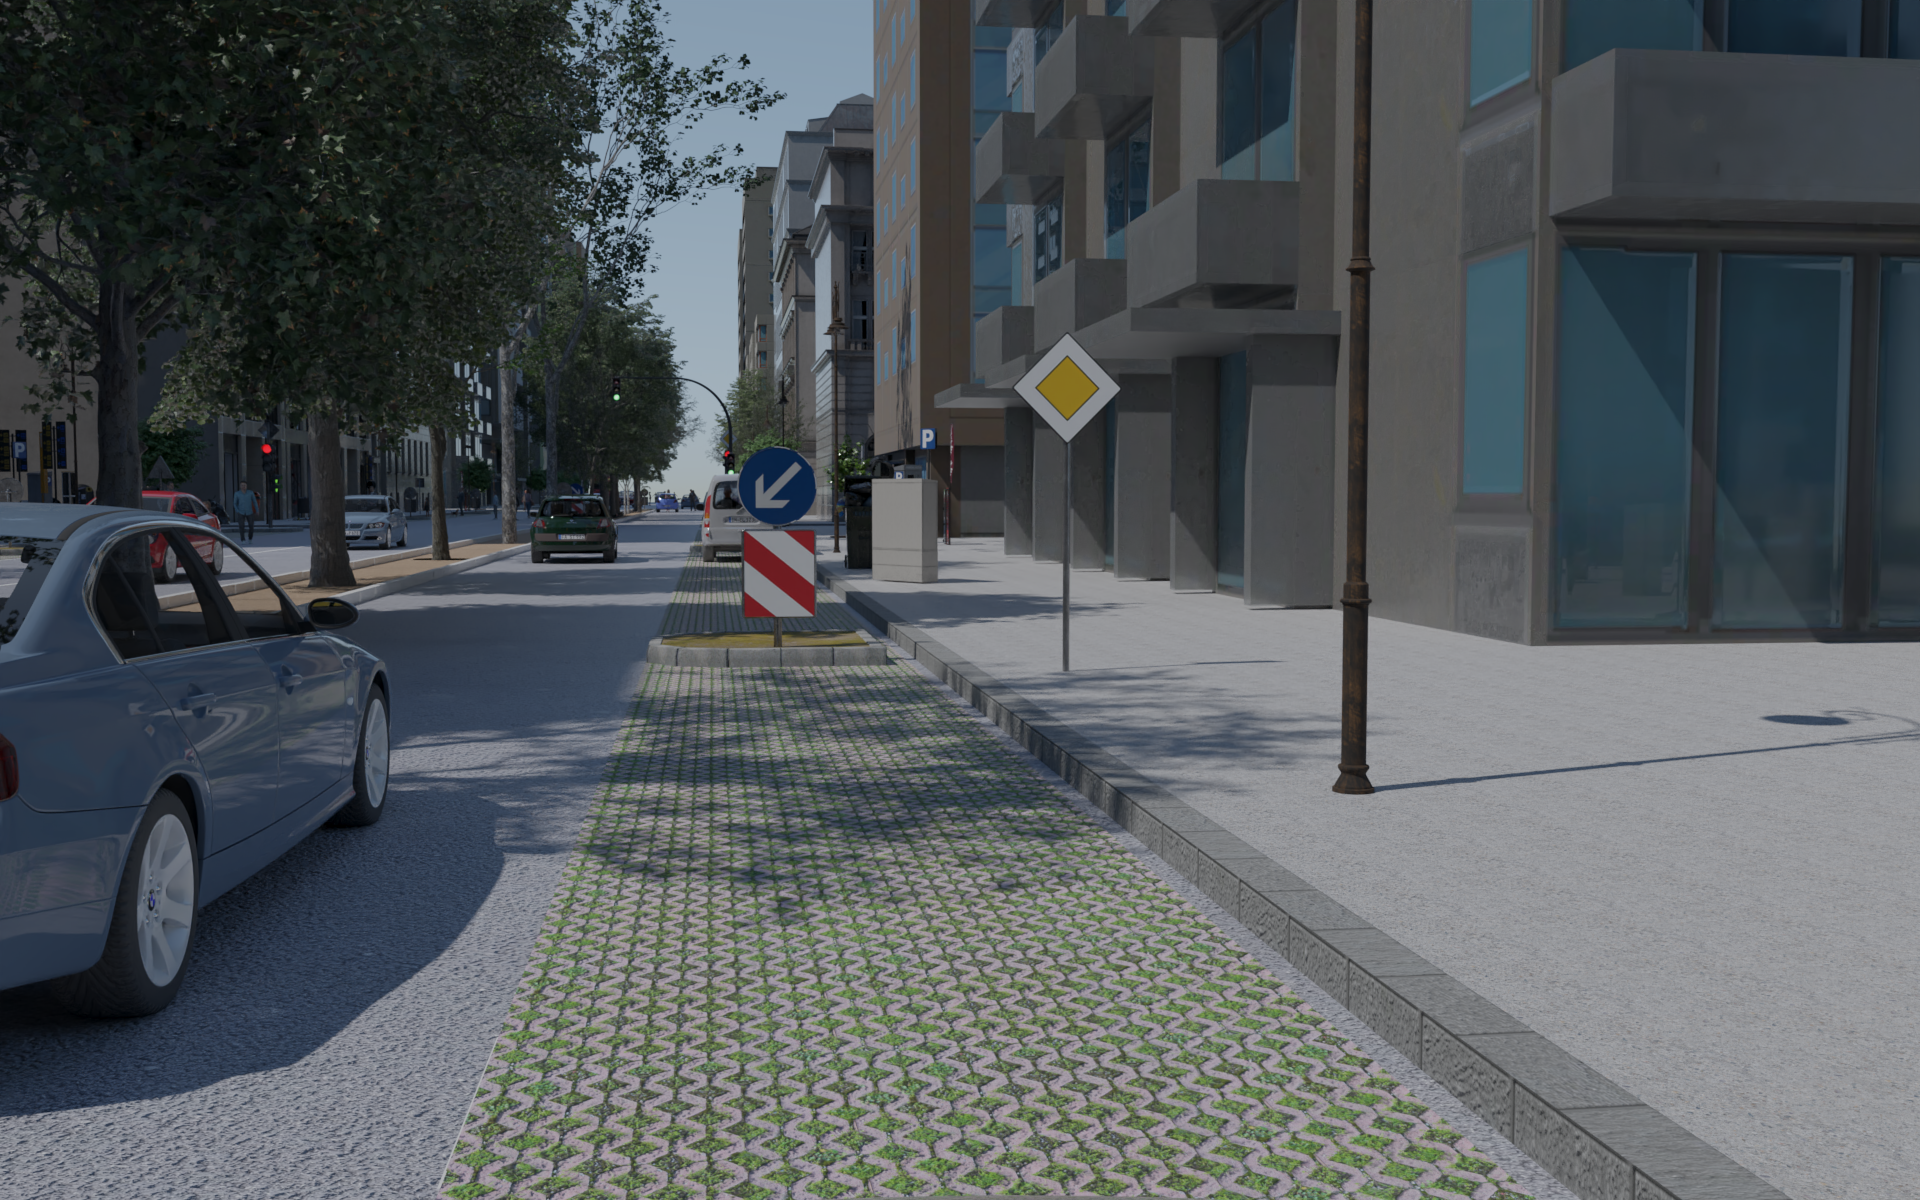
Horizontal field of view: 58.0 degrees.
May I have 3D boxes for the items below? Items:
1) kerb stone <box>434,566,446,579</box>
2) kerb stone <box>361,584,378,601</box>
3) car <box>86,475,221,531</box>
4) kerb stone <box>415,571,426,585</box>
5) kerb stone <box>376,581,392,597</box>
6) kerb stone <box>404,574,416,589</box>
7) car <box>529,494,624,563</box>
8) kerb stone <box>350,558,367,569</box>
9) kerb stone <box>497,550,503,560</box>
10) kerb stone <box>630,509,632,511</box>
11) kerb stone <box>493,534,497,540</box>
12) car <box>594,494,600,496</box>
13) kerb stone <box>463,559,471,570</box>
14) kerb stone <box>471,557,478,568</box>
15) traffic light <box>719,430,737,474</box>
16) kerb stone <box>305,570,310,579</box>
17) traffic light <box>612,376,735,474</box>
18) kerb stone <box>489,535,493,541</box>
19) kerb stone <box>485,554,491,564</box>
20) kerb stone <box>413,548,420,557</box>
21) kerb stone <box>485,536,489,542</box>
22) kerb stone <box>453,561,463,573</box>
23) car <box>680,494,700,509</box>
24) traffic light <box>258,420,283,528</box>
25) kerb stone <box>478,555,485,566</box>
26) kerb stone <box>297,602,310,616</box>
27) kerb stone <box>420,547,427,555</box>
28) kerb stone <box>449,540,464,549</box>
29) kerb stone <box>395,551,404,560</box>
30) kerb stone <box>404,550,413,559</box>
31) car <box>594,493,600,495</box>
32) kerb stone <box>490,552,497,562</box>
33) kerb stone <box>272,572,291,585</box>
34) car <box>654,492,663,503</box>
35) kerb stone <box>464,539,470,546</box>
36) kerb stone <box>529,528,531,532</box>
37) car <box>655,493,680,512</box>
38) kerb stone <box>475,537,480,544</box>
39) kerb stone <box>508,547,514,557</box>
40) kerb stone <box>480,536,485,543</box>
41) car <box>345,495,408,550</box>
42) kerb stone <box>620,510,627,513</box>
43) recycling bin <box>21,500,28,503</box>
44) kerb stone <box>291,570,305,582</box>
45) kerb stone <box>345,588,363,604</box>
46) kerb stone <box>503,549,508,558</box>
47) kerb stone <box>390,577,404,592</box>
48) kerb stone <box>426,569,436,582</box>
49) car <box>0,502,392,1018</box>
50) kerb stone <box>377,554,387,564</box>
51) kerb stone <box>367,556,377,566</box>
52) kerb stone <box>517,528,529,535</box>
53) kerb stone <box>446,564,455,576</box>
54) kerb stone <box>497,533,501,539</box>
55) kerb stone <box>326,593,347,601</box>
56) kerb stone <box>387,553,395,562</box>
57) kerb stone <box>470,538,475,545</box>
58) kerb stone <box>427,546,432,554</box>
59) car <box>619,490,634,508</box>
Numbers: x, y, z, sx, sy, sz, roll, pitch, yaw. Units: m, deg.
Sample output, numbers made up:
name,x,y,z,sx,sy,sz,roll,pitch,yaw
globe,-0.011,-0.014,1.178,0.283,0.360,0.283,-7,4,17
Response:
name,x,y,z,sx,sy,sz,roll,pitch,yaw
kerb stone,-8.961,-0.451,29.567,0.120,0.150,1.000,-1,4,-8
kerb stone,-8.087,-0.077,23.475,0.120,0.150,1.000,-1,4,-8
car,-13.795,-1.227,29.103,2.155,1.783,4.494,-1,4,-8
kerb stone,-8.674,-0.327,27.540,0.120,0.150,1.000,-1,4,-8
kerb stone,-8.229,-0.140,24.488,0.120,0.150,1.000,-1,4,-8
kerb stone,-8.522,-0.262,26.529,0.120,0.150,1.000,-1,4,-8
car,-8.276,-1.683,37.301,2.009,1.686,4.222,-1,4,-10
kerb stone,-11.608,-0.677,33.291,0.120,0.150,1.000,-1,4,-8
kerb stone,-10.125,-0.947,37.683,0.120,0.150,1.000,-1,4,-8
kerb stone,-27.548,-7.478,144.467,0.120,0.150,1.000,-1,4,-8
kerb stone,-14.525,-1.920,53.605,0.120,0.150,1.000,-1,4,-8
car,-26.393,-6.979,123.894,2.009,1.686,4.222,0,4,-6
kerb stone,-9.391,-0.637,32.612,0.120,0.150,1.000,-1,4,-8
kerb stone,-9.545,-0.699,33.628,0.120,0.150,1.000,-1,4,-8
traffic light,-10.126,-5.306,75.673,0.839,4.253,0.868,-1,4,-8
kerb stone,-11.036,-0.419,29.237,0.120,0.150,1.000,-1,4,-8
traffic light,-11.051,-5.668,67.332,4.771,5.953,1.251,-1,4,-8
kerb stone,-14.387,-1.859,52.592,0.120,0.150,1.000,-1,4,-8
kerb stone,-9.832,-0.823,35.653,0.120,0.150,1.000,-1,4,-8
kerb stone,-12.487,-1.052,39.394,0.120,0.150,1.000,-1,4,-8
kerb stone,-14.240,-1.797,51.580,0.120,0.150,1.000,-1,4,-8
kerb stone,-9.248,-0.575,31.600,0.120,0.150,1.000,-1,4,-8
car,-25.787,-9.385,165.450,2.014,1.417,4.499,-1,4,-9
traffic light,-26.029,-4.673,65.320,0.839,4.253,0.868,-1,4,-8
kerb stone,-9.680,-0.761,34.642,0.120,0.150,1.000,-1,4,-8
kerb stone,-7.640,0.109,20.414,0.120,0.150,1.000,-1,4,-8
kerb stone,-12.639,-1.113,40.410,0.120,0.150,1.000,-1,4,-8
kerb stone,-13.510,-1.482,46.509,0.120,0.150,1.000,-1,4,-8
kerb stone,-12.197,-0.921,37.359,0.120,0.150,1.000,-1,4,-8
kerb stone,-12.333,-0.990,38.378,0.120,0.150,1.000,-1,4,-8
car,-39.410,-10.869,187.293,1.945,1.707,3.694,0,4,-6
kerb stone,-9.981,-0.880,36.664,0.120,0.150,1.000,-1,4,-8
kerb stone,-10.744,-0.307,27.212,0.120,0.150,1.000,-1,4,-8
car,-49.006,-16.848,284.143,2.281,1.827,5.304,-1,4,-9
kerb stone,-13.654,-1.547,47.520,0.120,0.150,1.000,-1,4,-8
kerb stone,-15.983,-2.537,63.755,0.120,0.150,1.000,-1,4,-8
car,-22.986,-7.739,136.122,1.945,1.707,3.694,0,4,-8
kerb stone,-13.942,-1.673,49.552,0.120,0.150,1.000,-1,4,-8
kerb stone,-10.410,-1.071,39.714,0.120,0.150,1.000,-1,4,-8
kerb stone,-14.084,-1.735,50.570,0.120,0.150,1.000,-1,4,-8
car,-15.781,-2.073,45.904,2.014,1.417,4.499,-1,4,-9
kerb stone,-26.087,-6.858,134.316,0.120,0.150,1.000,-1,4,-8
recycling bin,-39.062,-3.675,72.646,0.722,1.027,0.722,3,5,43
kerb stone,-10.895,-0.368,28.223,0.120,0.150,1.000,-1,4,-8
kerb stone,-7.941,-0.016,22.450,0.120,0.150,1.000,-1,4,-8
kerb stone,-10.267,-1.010,38.701,0.120,0.150,1.000,-1,4,-8
kerb stone,-8.375,-0.202,25.503,0.120,0.150,1.000,-1,4,-8
kerb stone,-8.823,-0.389,28.551,0.120,0.150,1.000,-1,4,-8
car,-3.203,0.372,5.928,2.014,1.417,4.499,0,4,-7
kerb stone,-11.899,-0.803,35.327,0.120,0.150,1.000,-1,4,-8
kerb stone,-11.762,-0.741,34.308,0.120,0.150,1.000,-1,4,-8
kerb stone,-15.835,-2.480,62.739,0.120,0.150,1.000,-1,4,-8
kerb stone,-9.102,-0.507,30.583,0.120,0.150,1.000,-1,4,-8
kerb stone,-14.665,-1.983,54.618,0.120,0.150,1.000,-1,4,-8
kerb stone,-7.792,0.047,21.434,0.120,0.150,1.000,-1,4,-8
kerb stone,-12.057,-0.865,36.346,0.120,0.150,1.000,-1,4,-8
kerb stone,-13.805,-1.607,48.538,0.120,0.150,1.000,-1,4,-8
kerb stone,-12.778,-1.176,41.429,0.120,0.150,1.000,-1,4,-8
car,-35.628,-10.788,185.058,2.281,1.827,5.304,0,4,-6
